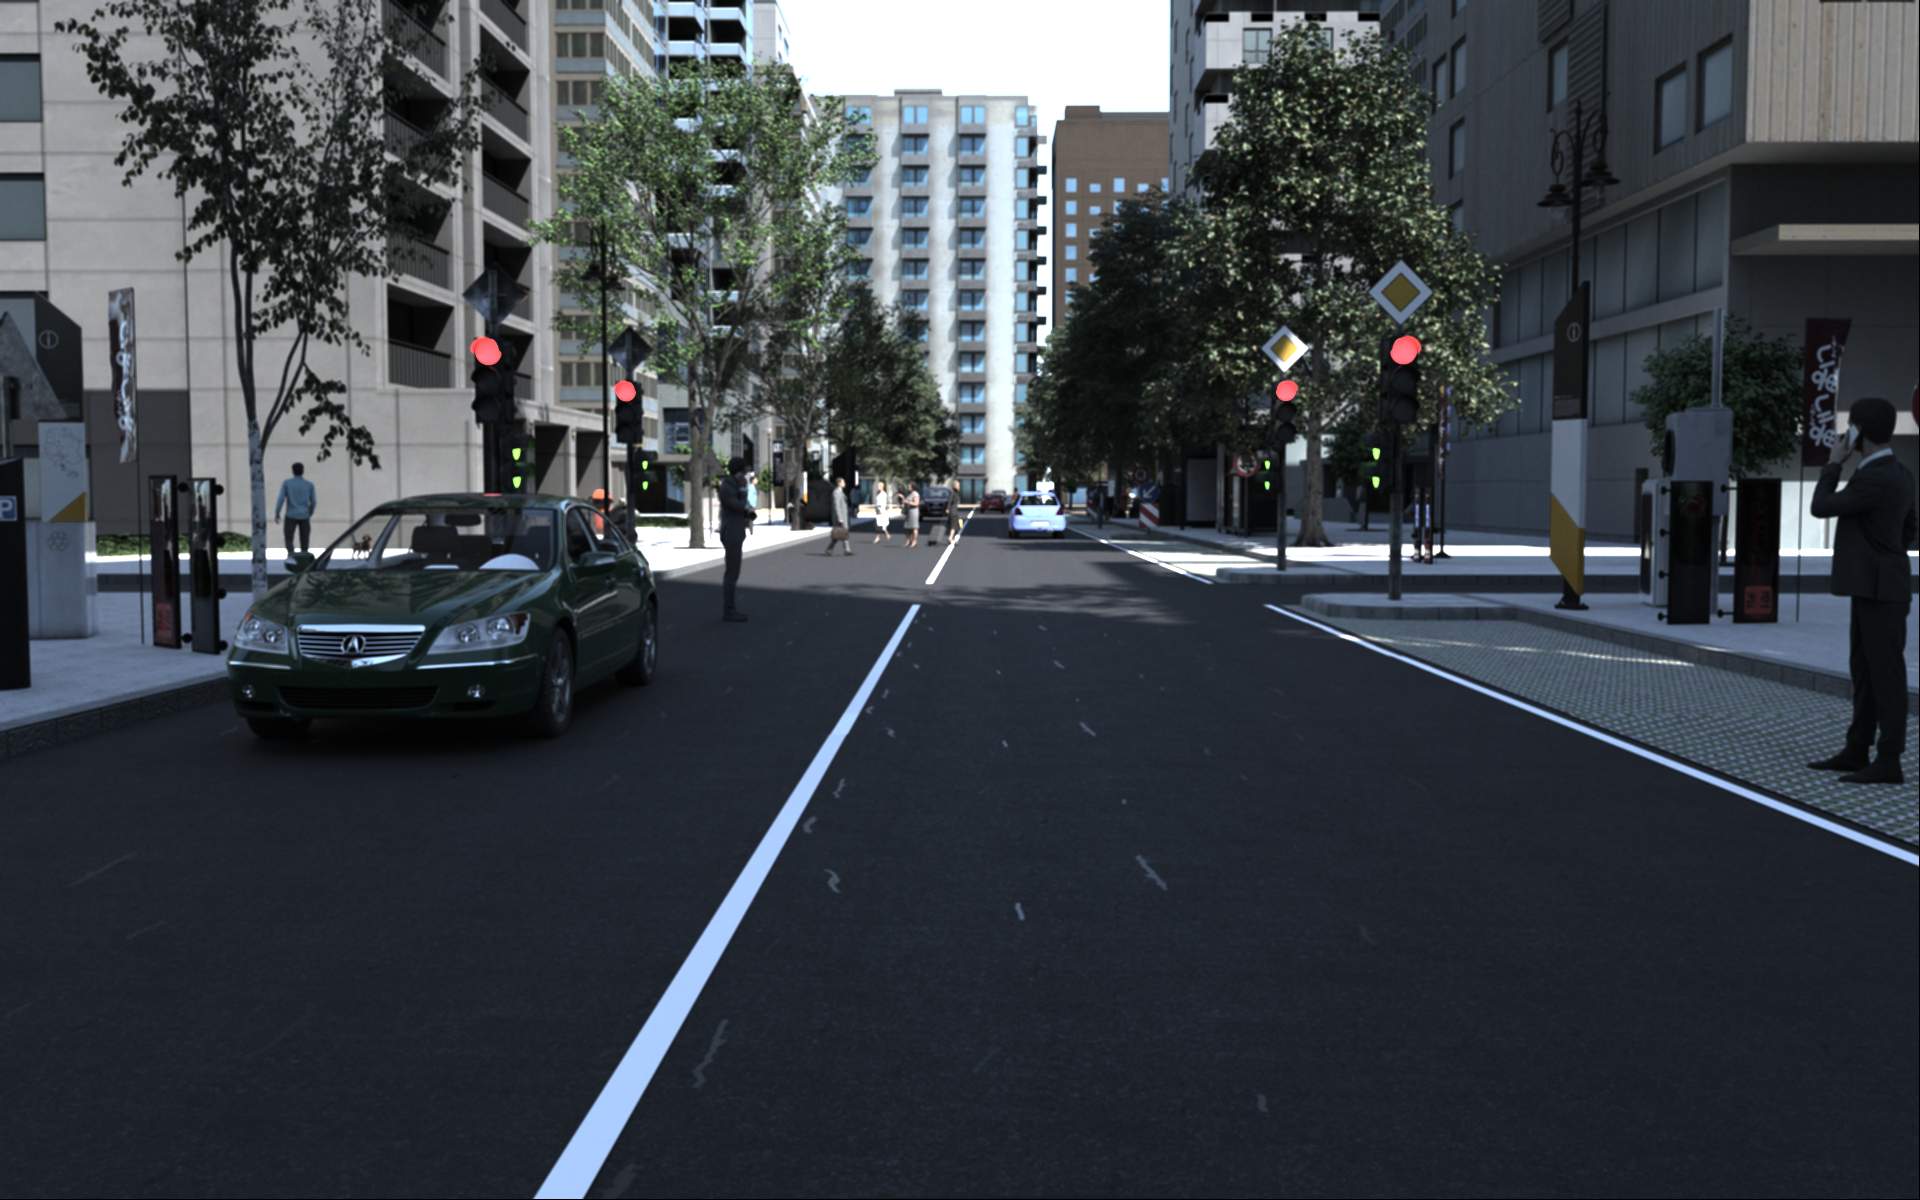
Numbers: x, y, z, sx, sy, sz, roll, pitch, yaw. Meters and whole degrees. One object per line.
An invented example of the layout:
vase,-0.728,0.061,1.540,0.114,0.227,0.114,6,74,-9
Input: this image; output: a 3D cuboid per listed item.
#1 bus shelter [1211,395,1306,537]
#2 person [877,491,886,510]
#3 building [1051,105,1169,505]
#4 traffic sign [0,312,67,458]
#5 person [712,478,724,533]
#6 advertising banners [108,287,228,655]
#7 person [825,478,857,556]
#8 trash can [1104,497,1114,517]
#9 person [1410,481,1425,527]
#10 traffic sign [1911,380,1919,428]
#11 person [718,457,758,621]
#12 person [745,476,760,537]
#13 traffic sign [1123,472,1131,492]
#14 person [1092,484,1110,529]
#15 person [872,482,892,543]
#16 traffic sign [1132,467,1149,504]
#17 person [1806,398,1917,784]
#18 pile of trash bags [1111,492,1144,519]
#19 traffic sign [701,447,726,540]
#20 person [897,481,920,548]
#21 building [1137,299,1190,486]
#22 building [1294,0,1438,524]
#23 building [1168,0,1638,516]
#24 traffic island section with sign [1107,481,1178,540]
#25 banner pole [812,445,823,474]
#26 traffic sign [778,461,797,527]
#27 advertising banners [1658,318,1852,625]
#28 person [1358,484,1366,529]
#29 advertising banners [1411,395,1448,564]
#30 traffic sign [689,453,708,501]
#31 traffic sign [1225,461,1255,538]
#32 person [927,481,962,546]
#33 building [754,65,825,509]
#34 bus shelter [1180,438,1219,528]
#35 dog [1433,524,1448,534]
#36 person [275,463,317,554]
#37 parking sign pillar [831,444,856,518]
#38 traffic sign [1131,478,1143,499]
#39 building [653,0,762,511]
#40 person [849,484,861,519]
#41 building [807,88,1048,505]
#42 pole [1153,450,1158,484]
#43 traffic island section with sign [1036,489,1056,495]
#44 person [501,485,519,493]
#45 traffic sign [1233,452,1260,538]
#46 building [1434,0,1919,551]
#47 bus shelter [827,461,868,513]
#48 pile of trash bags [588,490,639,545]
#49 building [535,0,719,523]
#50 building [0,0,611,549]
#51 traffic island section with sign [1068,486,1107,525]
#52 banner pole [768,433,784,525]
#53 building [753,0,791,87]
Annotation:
bus shelter,9.370,-4.796,56.047,2.179,5.291,8.768,0,4,1
person,-4.738,-5.957,103.855,0.576,1.772,0.534,0,4,3
building,17.995,-33.793,202.627,14.200,45.320,14.600,0,4,1
traffic sign,-6.795,-0.758,12.392,0.884,2.594,0.081,1,4,9
person,-7.670,-3.063,56.392,0.850,1.792,0.678,-1,4,-12
advertising banners,-6.611,-1.112,14.376,2.074,3.025,0.090,3,5,43
person,-2.754,-1.931,40.169,0.767,1.812,0.694,0,4,-4
trash can,8.523,-5.342,98.996,0.748,1.137,0.748,0,3,0
person,17.567,-3.670,66.398,0.623,1.781,0.721,1,4,14
traffic sign,9.668,-1.033,16.993,0.768,2.556,0.104,0,4,1
person,-2.513,-0.695,19.670,0.447,1.846,0.655,0,4,-7
person,-6.254,-2.768,51.312,0.620,1.820,0.660,-1,4,-15
traffic sign,9.480,-6.112,100.031,0.768,2.556,0.104,0,4,4
person,5.796,-3.815,70.863,0.794,1.824,0.713,-1,4,-9
person,-2.276,-2.563,50.752,0.624,1.780,0.694,-1,4,-10
traffic sign,8.400,-4.928,80.671,0.768,2.556,0.104,0,4,2
person,4.475,-0.046,8.609,0.474,1.900,0.648,2,4,30
pile of trash bags,8.853,-5.004,91.566,1.912,1.369,3.447,1,4,11
traffic sign,-6.933,-2.943,48.123,0.884,2.594,0.081,1,4,9
person,-1.410,-2.302,46.488,0.532,1.782,0.716,-2,4,-30
building,31.232,-19.116,157.583,27.650,21.520,28.899,0,4,1
building,33.426,-23.857,81.946,32.217,40.220,23.993,0,4,1
building,30.204,-32.960,128.136,28.713,52.752,27.495,0,4,1
traffic island section with sign,5.748,-2.792,54.280,1.989,1.847,2.006,0,4,1
banner pole,-7.220,-6.014,88.351,0.863,3.779,0.401,-3,5,-41
traffic sign,-6.645,-4.075,66.738,0.768,2.556,0.104,0,4,5
advertising banners,7.888,-1.282,17.144,2.074,3.025,0.090,-1,4,-12
person,14.932,-3.521,64.168,0.362,1.759,0.519,2,4,35
advertising banners,8.607,-2.176,31.761,0.090,3.025,2.074,0,4,0
traffic sign,-7.896,-3.226,52.846,0.768,2.556,0.104,0,4,3
traffic sign,8.210,-3.107,50.809,0.884,2.594,0.081,0,4,2
person,-0.388,-2.406,48.054,0.699,1.804,1.509,3,5,40
building,-24.694,-28.377,155.851,23.993,40.220,32.217,0,4,1
bus shelter,9.311,-4.248,63.381,2.014,3.302,5.546,0,4,1
dog,15.404,-2.340,55.987,0.550,0.427,0.748,-1,4,-15
person,-11.355,-1.442,29.646,0.660,1.820,0.620,-2,4,-33
parking sign pillar,-6.222,-6.370,92.629,1.447,3.967,1.447,0,4,-4
traffic sign,10.539,-6.270,102.625,0.768,2.556,0.104,0,4,8
building,-24.928,-49.259,118.061,22.319,86.520,31.000,0,4,1
person,-5.454,-5.118,89.983,0.793,1.790,0.793,-3,4,-37
building,-4.969,-35.937,207.184,30.456,49.044,23.786,0,4,1
pole,9.092,-5.303,80.542,0.158,3.312,0.155,0,3,0
traffic island section with sign,6.755,-7.467,130.709,1.989,1.847,2.006,0,4,1
person,-8.607,-1.627,33.065,0.576,1.772,0.534,-1,4,-16
traffic sign,8.277,-3.054,50.036,0.768,2.556,0.104,0,4,6
building,29.606,-28.086,48.444,27.495,52.752,28.713,0,4,1
bus shelter,-6.522,-6.577,101.458,2.014,3.302,5.546,0,4,1
pile of trash bags,-7.448,-1.571,35.436,1.912,1.369,3.447,0,4,-8
building,-27.404,-23.722,79.733,32.217,40.220,23.993,0,4,1
building,-21.323,-37.322,48.460,20.563,71.187,20.611,0,4,1
traffic island section with sign,6.095,-4.441,81.233,1.989,1.847,2.006,0,4,1
banner pole,-7.609,-4.960,71.117,0.863,3.779,0.401,-2,4,-28
building,-34.329,-40.559,205.132,28.212,58.520,21.231,0,4,1
